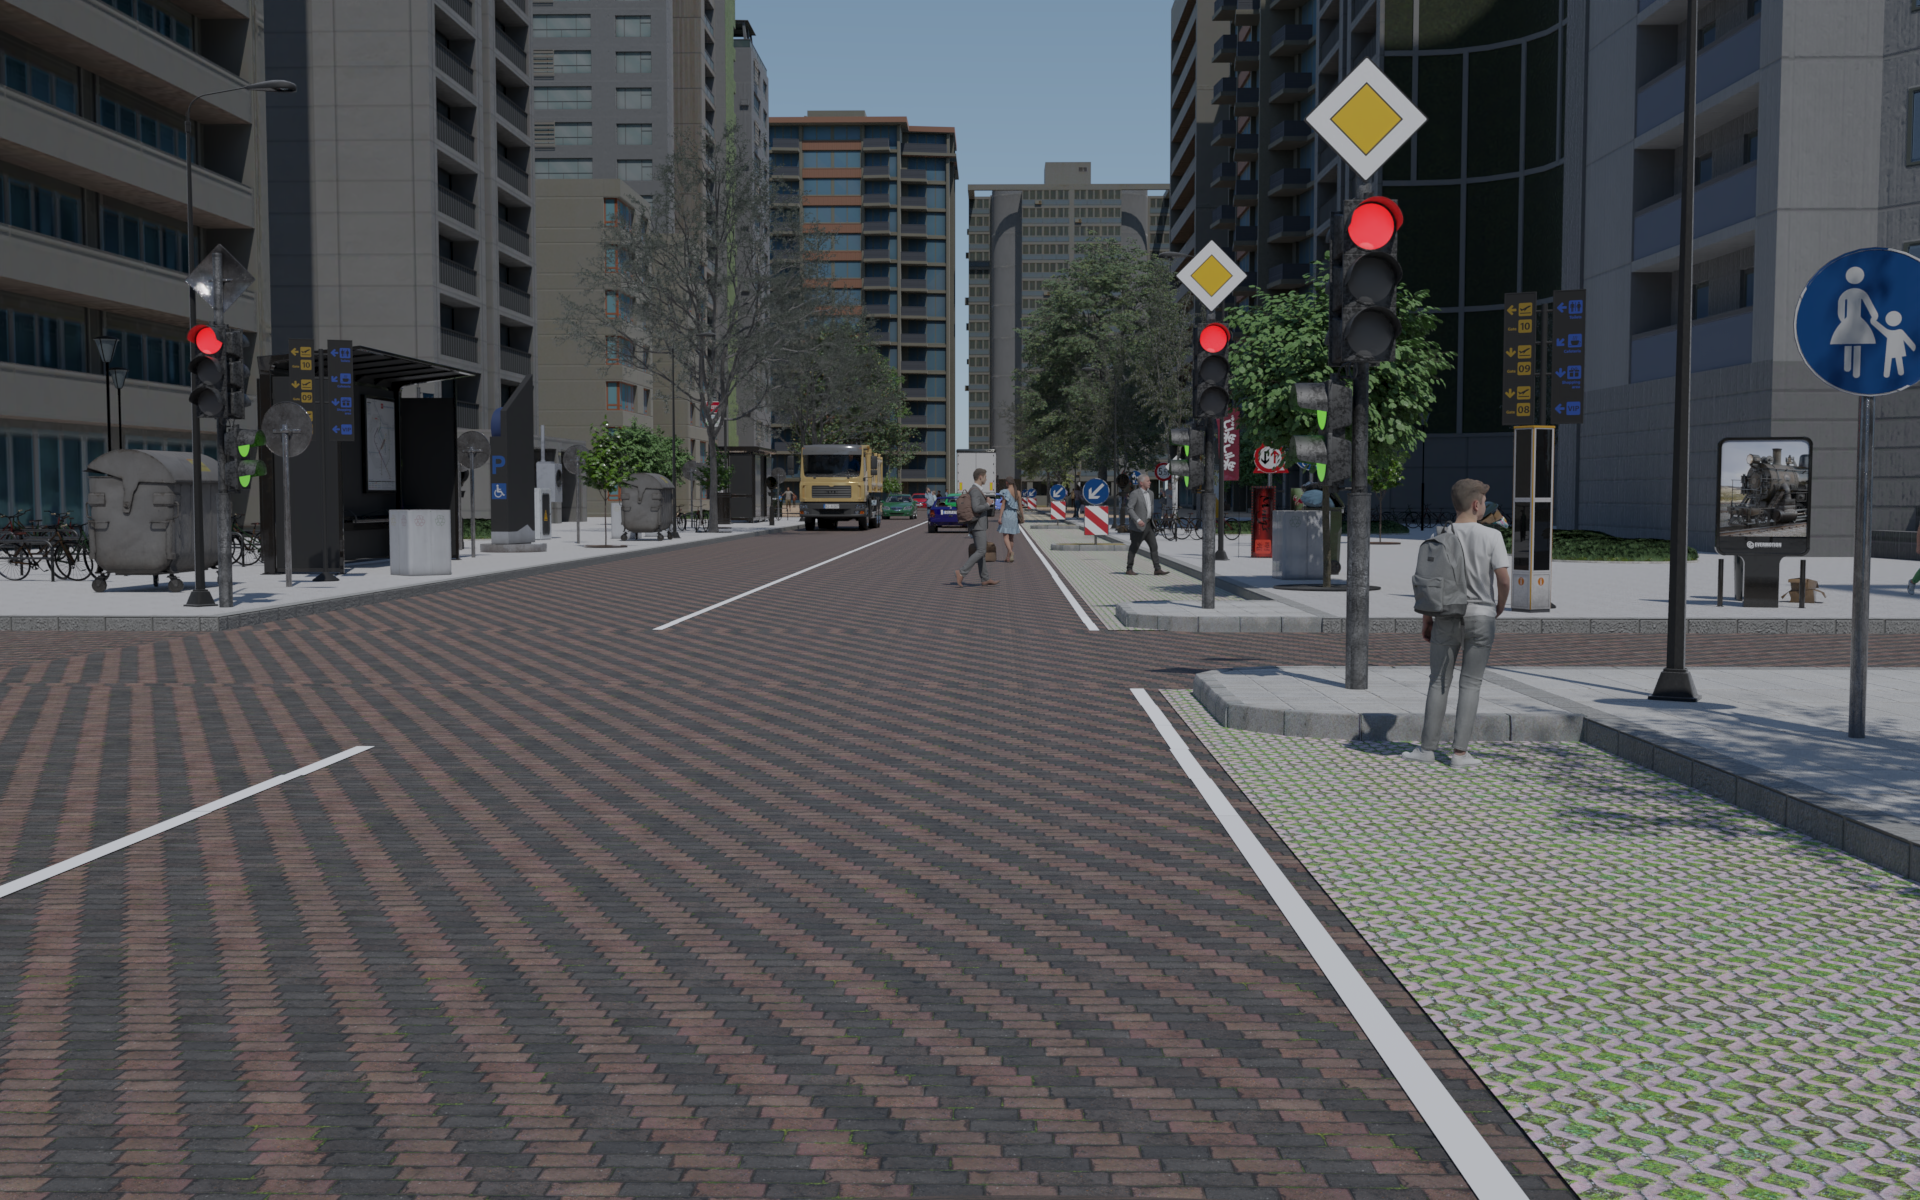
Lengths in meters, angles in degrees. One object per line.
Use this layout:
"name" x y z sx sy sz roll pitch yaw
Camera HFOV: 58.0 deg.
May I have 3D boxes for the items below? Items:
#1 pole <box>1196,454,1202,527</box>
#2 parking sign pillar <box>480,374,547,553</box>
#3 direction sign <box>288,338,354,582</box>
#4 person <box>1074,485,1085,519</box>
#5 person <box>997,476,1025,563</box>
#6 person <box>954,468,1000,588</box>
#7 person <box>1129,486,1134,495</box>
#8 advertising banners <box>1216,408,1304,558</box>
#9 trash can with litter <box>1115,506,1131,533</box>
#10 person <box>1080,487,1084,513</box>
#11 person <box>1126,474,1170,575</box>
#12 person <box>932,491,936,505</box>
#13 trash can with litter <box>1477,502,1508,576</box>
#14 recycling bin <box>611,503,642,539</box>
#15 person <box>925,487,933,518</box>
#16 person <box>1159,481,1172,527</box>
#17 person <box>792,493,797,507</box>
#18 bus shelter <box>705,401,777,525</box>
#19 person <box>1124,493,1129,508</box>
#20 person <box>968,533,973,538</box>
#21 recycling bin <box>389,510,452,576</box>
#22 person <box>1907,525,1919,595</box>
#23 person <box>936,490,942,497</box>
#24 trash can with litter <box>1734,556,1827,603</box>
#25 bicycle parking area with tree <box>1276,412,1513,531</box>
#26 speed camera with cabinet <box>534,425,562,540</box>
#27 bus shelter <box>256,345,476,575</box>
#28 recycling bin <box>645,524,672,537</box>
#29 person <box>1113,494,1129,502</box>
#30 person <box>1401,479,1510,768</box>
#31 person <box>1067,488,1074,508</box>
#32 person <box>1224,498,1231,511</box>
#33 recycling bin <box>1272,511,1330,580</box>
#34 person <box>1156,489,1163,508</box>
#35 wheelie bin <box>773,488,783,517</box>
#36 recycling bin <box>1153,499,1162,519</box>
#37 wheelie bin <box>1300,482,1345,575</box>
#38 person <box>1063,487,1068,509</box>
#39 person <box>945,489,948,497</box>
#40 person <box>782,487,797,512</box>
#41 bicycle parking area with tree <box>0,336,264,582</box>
"pole" 9.299 -4.495 67.334 0.158 3.312 0.155 0 3 0
"parking sign pillar" -9.927 -3.054 38.405 1.447 3.967 1.447 1 4 13
"direction sign" -9.345 -2.044 25.419 0.876 3.537 0.379 -1 4 -21
"person" 6.053 -5.031 88.888 0.643 1.750 0.593 -3 5 -43
"person" 1.083 -1.692 36.258 0.616 1.811 0.778 -1 4 -13
"person" 0.243 -1.117 26.735 0.822 1.834 0.622 -1 4 -19
"person" 11.180 -6.574 113.545 0.705 1.822 1.348 0 4 5
"advertising banners" 6.100 -2.350 34.604 2.074 3.025 0.090 1 4 18
"trash can with litter" 5.562 -2.783 56.895 1.055 1.170 0.624 3 4 39
"person" 8.249 -6.785 117.639 0.621 1.740 0.551 1 4 13
"person" 3.257 -1.307 30.263 0.834 1.777 0.661 3 5 40
"person" -1.342 -4.839 89.421 0.330 1.601 0.589 0 4 4
"trash can with litter" 7.475 -0.865 25.526 1.055 1.170 0.624 -1 4 -18
"recycling bin" -9.615 -2.287 49.939 0.722 1.027 0.722 0 4 5
"person" -1.619 -5.171 93.319 0.793 1.790 0.793 2 4 23
"person" 8.057 -3.737 67.494 0.716 1.782 0.532 2 4 35
"person" -15.904 -9.581 165.955 1.065 1.426 0.557 3 5 43
"bus shelter" -9.790 -6.080 77.047 2.179 5.291 8.768 0 4 1
"person" 10.641 -6.300 112.283 0.421 1.427 0.697 -3 5 -44
"person" 0.490 -2.895 55.852 0.620 1.820 0.660 2 4 29
"recycling bin" -8.559 -0.912 27.471 0.722 1.027 0.722 -3 5 -44
"person" 12.109 -0.691 21.597 0.306 1.304 0.590 -1 4 -14
"person" -1.770 -7.890 138.327 0.721 1.723 1.217 3 4 37
"trash can with litter" 9.771 -0.568 20.674 1.055 1.170 0.624 2 4 30
"bicycle parking area with tree" 15.547 -4.638 62.837 9.016 4.147 8.231 0 4 4
"speed camera with cabinet" -11.822 -3.343 49.000 0.660 3.252 2.038 0 4 4
"bus shelter" -10.276 -2.400 30.531 1.731 3.624 6.357 0 4 1
"recycling bin" -9.057 -2.416 52.050 0.722 1.027 0.722 0 4 -1
"person" 10.875 -6.698 116.385 1.217 1.723 0.721 -1 4 -9
"person" 2.594 0.123 9.089 0.503 1.515 0.523 0 4 -6
"person" 10.541 -9.464 160.871 1.348 1.812 0.705 1 4 20
"person" 12.102 -4.535 80.308 0.853 1.813 0.709 1 4 15
"recycling bin" 5.157 -0.835 26.207 0.722 1.027 0.722 0 4 -3
"person" 18.340 -9.275 158.415 0.721 1.736 1.217 -2 4 -35
"wheelie bin" -10.125 -5.324 94.957 0.980 1.594 0.693 2 4 24
"recycling bin" 9.422 -4.437 85.100 0.722 1.027 0.722 -2 4 -33
"wheelie bin" 5.781 -1.211 27.701 0.693 1.594 0.980 1 4 8
"person" 8.583 -8.389 143.075 0.599 1.838 0.709 0 4 4
"person" -1.044 -8.036 139.875 0.705 1.826 1.348 0 4 -5
"person" -12.618 -7.412 127.230 1.348 1.824 0.705 0 4 7
"bicycle parking area with tree" -15.678 -2.565 28.948 9.016 4.147 8.231 1 4 21
